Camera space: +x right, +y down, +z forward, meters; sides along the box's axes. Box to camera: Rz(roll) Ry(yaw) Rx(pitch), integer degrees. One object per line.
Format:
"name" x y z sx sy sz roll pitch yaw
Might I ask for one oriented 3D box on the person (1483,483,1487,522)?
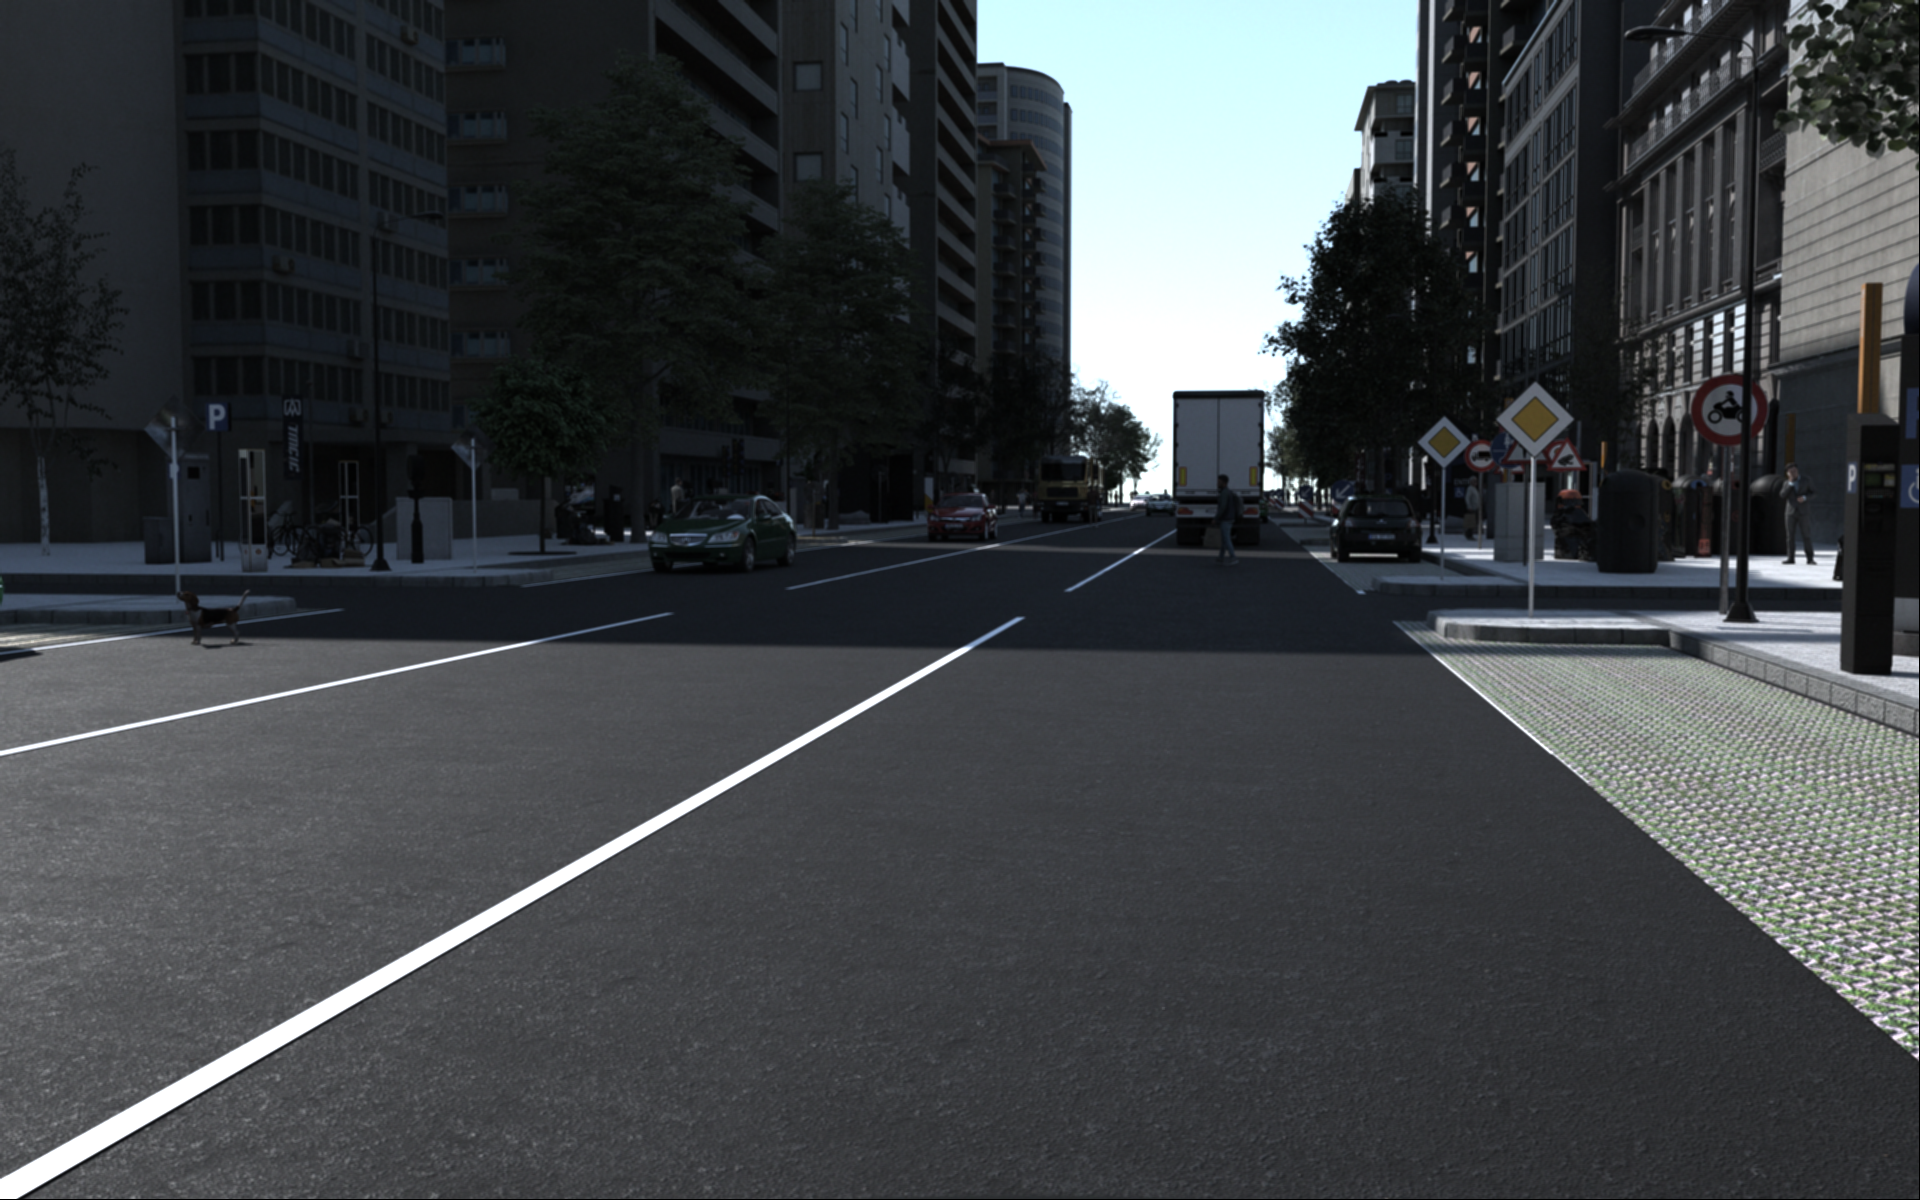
"person" 24.318 -4.538 80.362 0.709 1.813 0.853 -1 4 -12

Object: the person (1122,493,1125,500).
"person" 22.166 -14.082 236.797 0.721 1.766 1.217 3 5 43

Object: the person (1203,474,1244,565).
"person" 5.293 -1.611 34.824 0.713 1.824 0.794 3 5 42

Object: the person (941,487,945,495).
"person" -1.070 -6.534 113.597 0.721 1.735 1.217 2 4 29

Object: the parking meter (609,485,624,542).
"parking meter" -9.203 -2.324 46.416 0.372 1.533 0.369 0 3 0

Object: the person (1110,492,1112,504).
"person" 18.677 -12.741 214.375 0.705 1.821 1.348 1 4 9

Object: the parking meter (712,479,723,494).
"parking meter" -9.384 -3.761 67.202 0.399 1.863 0.255 3 4 38

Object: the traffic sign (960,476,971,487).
"traffic sign" 0.308 -5.850 97.784 0.606 2.300 0.079 1 4 13

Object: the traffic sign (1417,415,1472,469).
"traffic sign" 7.191 -1.438 25.701 0.795 2.593 0.064 1 4 9

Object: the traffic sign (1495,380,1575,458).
"traffic sign" 5.918 -0.956 17.818 0.795 2.593 0.064 1 4 9

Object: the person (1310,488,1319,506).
"person" 24.732 -7.007 121.325 0.721 1.735 1.217 -2 4 -23

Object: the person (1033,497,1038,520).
"person" 4.233 -5.102 96.591 0.362 1.253 0.373 -1 4 -12

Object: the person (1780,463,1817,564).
"person" 15.324 -1.577 31.638 0.655 1.846 0.447 2 4 35

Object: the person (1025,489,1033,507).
"person" 6.328 -9.708 165.564 1.217 1.735 0.721 0 4 2

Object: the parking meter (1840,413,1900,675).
"parking meter" 6.507 -0.408 12.387 0.255 1.863 0.399 1 4 11

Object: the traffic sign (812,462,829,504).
"traffic sign" -5.476 -4.173 68.328 0.768 2.556 0.104 1 4 18

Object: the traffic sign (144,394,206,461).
"traffic sign" -9.178 -1.106 20.268 0.795 2.593 0.064 1 4 9

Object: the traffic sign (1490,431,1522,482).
"traffic sign" 11.053 -2.127 34.888 0.768 2.556 0.104 1 4 15

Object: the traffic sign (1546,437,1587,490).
"traffic sign" 13.782 -2.410 39.400 0.884 2.594 0.081 1 4 11

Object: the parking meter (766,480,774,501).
"parking meter" -7.690 -3.945 70.214 0.255 1.863 0.399 -1 4 -16

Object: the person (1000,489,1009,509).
"person" 3.813 -8.675 148.601 0.721 1.735 1.217 3 5 42

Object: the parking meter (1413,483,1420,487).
"parking meter" 24.853 -5.422 94.364 0.255 1.863 0.399 2 4 34

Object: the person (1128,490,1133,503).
"person" 25.120 -15.156 253.806 1.348 1.831 0.705 3 4 39

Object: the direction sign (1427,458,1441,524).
"direction sign" 20.379 -5.011 73.933 0.876 3.537 0.379 2 4 29

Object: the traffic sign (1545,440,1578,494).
"traffic sign" 14.058 -2.475 40.579 0.768 2.556 0.104 1 4 11

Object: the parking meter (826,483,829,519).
"parking meter" -6.813 -5.170 90.243 0.255 1.863 0.399 -2 4 -25

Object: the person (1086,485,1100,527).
"person" 5.785 -4.052 74.726 0.580 1.828 0.573 -2 4 -33

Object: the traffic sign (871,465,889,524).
"traffic sign" -3.457 -4.555 74.586 0.768 2.556 0.104 1 4 12

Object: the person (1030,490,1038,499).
"person" 8.367 -11.405 193.241 1.217 1.743 0.721 -1 4 -21

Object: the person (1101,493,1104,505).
"person" 17.180 -12.385 208.627 1.350 1.814 0.705 3 5 41

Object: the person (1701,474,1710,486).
"person" 17.861 -2.134 41.420 0.782 1.767 0.515 -3 4 -36

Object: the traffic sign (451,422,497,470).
"traffic sign" -7.905 -1.588 28.151 0.795 2.593 0.064 1 4 9

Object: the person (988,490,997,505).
"person" 3.639 -11.453 193.844 0.990 1.755 0.434 -1 4 -12

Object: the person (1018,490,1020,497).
"person" 5.655 -9.381 160.205 0.721 1.735 1.217 2 4 34

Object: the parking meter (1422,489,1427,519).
"parking meter" 23.782 -4.927 88.959 0.372 1.533 0.369 0 3 0

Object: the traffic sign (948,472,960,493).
"traffic sign" -0.399 -6.052 99.058 0.768 2.556 0.104 1 4 18

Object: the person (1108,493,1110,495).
"person" 18.351 -12.867 216.437 0.705 1.822 1.348 -3 5 -42

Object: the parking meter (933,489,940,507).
"parking meter" -1.245 -5.007 90.273 0.372 1.533 0.369 0 3 0

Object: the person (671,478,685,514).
"person" -9.241 -3.126 57.249 0.694 1.812 0.767 3 5 43

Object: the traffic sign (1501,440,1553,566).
"traffic sign" 10.091 -1.888 30.870 0.884 2.594 0.081 1 4 16

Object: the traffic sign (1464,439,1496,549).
"traffic sign" 12.118 -2.459 40.306 0.768 2.556 0.104 1 4 12

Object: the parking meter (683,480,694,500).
"parking meter" -11.317 -4.064 72.161 0.399 1.863 0.255 3 4 36

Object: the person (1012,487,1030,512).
"person" 4.441 -7.275 124.977 1.348 1.826 0.705 -1 4 -13

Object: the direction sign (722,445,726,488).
"direction sign" -10.920 -5.437 80.886 0.379 3.537 0.876 1 4 14

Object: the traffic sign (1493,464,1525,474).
"traffic sign" 14.543 -2.800 45.789 0.884 2.594 0.081 1 4 10

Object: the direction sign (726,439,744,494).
"direction sign" -9.109 -4.844 71.191 0.379 3.537 0.876 2 4 25

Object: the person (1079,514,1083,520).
"person" 6.842 -5.144 96.884 0.425 1.301 0.394 -2 4 -34

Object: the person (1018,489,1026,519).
"person" 3.472 -5.397 97.409 0.731 1.740 0.598 3 5 44

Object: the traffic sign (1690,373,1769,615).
"traffic sign" 8.144 -1.119 18.401 0.768 2.556 0.104 1 4 16

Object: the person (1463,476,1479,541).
"person" 14.004 -2.508 47.532 0.515 1.767 0.782 2 4 33
